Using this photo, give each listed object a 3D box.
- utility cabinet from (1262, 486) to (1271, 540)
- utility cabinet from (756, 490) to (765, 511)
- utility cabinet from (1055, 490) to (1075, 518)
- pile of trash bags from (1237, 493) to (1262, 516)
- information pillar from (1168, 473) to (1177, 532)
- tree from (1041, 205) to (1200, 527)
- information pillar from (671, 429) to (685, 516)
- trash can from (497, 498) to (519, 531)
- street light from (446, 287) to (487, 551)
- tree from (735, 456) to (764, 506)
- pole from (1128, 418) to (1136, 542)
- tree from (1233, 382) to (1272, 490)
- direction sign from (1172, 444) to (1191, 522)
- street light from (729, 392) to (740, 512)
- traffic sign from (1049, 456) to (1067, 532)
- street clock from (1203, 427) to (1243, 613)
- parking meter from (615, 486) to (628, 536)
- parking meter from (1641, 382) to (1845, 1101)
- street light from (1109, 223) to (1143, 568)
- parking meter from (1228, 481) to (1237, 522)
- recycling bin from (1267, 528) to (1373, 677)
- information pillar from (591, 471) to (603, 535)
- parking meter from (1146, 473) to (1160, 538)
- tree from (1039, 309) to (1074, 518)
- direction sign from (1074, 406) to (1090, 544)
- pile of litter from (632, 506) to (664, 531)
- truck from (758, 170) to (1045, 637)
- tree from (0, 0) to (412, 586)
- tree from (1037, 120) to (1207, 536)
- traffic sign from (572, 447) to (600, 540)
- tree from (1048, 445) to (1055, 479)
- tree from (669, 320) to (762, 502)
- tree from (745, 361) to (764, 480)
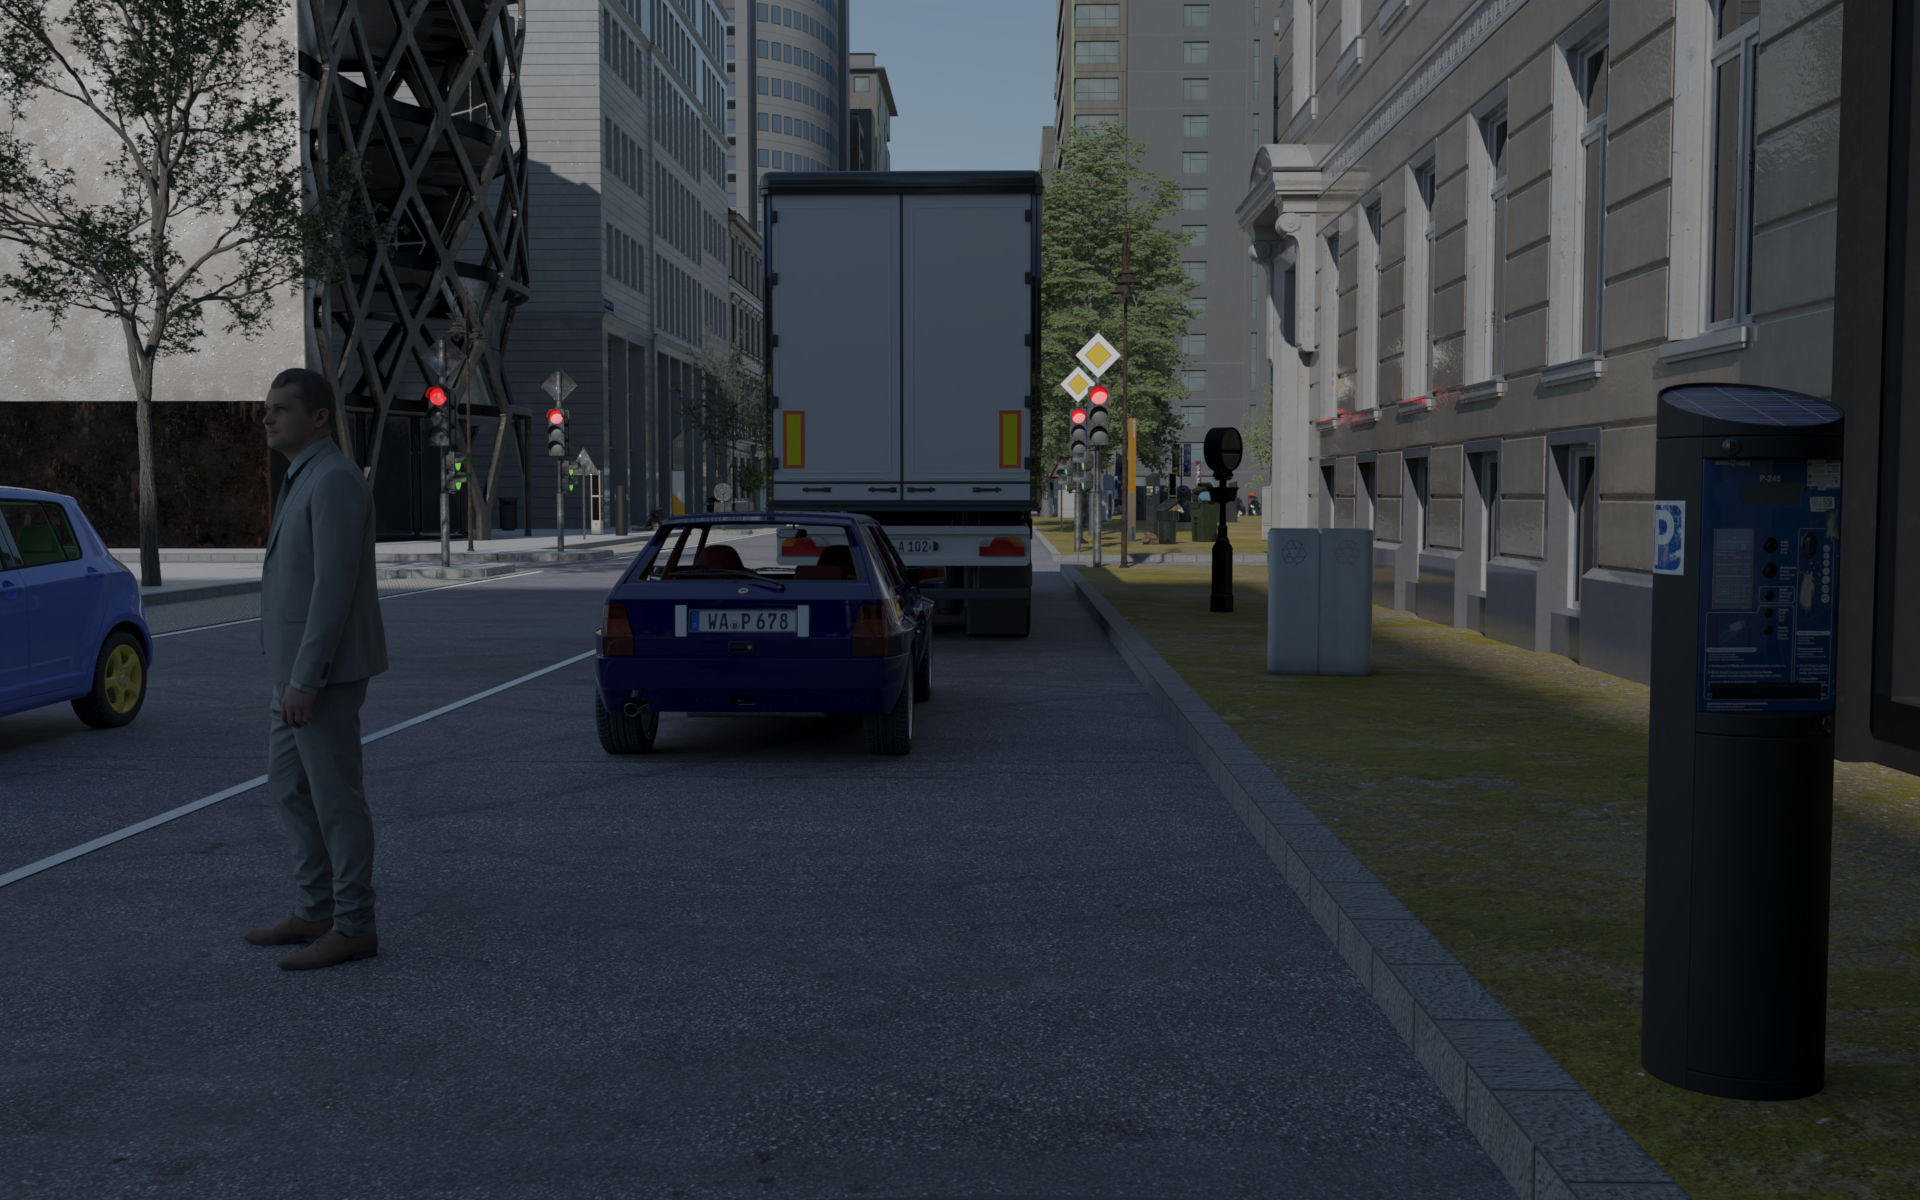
[{"bbox_3d":[8.641,-2.333,46.829,0.318,1.500,1.173,-2,4,-29],"label":"utility cabinet"},{"bbox_3d":[-10.591,-5.230,94.185,0.318,1.500,1.173,2,4,34],"label":"utility cabinet"},{"bbox_3d":[5.798,-5.115,92.312,1.173,1.500,0.318,-2,4,-27],"label":"utility cabinet"},{"bbox_3d":[17.169,-5.710,103.118,1.912,1.369,3.447,1,4,19],"label":"pile of trash bags"},{"bbox_3d":[7.282,-3.356,59.355,0.304,2.012,0.304,0,4,6],"label":"information pillar"},{"bbox_3d":[4.769,-9.166,66.873,9.611,12.733,9.660,0,3,0],"label":"tree"},{"bbox_3d":[-10.191,-4.362,62.670,0.504,3.616,0.183,-3,5,-40],"label":"information pillar"},{"bbox_3d":[-15.830,-2.999,60.693,0.748,1.137,0.748,0,3,0],"label":"trash can"},{"bbox_3d":[-11.003,-4.036,38.781,0.468,5.910,1.993,0,4,1],"label":"street light"},{"bbox_3d":[-10.457,-5.643,86.858,1.663,3.219,1.824,0,3,0],"label":"tree"},{"bbox_3d":[4.632,-3.230,46.654,0.158,3.312,0.155,0,3,0],"label":"pole"},{"bbox_3d":[19.697,-9.773,110.154,4.737,8.622,4.395,0,3,0],"label":"tree"},{"bbox_3d":[10.003,-5.276,78.253,0.876,3.537,0.379,1,4,23],"label":"direction sign"},{"bbox_3d":[-9.997,-6.339,76.435,0.468,5.910,1.993,0,4,1],"label":"street light"},{"bbox_3d":[3.461,-3.606,58.955,0.884,2.594,0.081,1,4,9],"label":"traffic sign"},{"bbox_3d":[2.853,-0.871,18.810,0.358,2.002,0.471,3,4,39],"label":"street clock"},{"bbox_3d":[-10.387,-2.735,53.129,0.372,1.533,0.369,0,3,0],"label":"parking meter"},{"bbox_3d":[1.709,0.282,3.793,0.372,1.533,0.369,0,3,0],"label":"parking meter"},{"bbox_3d":[2.845,-3.491,29.860,0.468,5.910,1.993,0,4,1],"label":"street light"},{"bbox_3d":[12.322,-4.442,78.341,0.399,1.863,0.255,2,4,27],"label":"parking meter"},{"bbox_3d":[2.603,0.001,12.542,0.722,1.027,0.722,1,4,11],"label":"recycling bin"},{"bbox_3d":[-11.360,-3.041,54.210,0.304,2.012,0.304,0,4,6],"label":"information pillar"},{"bbox_3d":[5.304,-2.565,47.651,0.255,1.863,0.399,3,4,37],"label":"parking meter"},{"bbox_3d":[4.669,-11.458,93.990,9.857,13.997,8.962,0,3,0],"label":"tree"},{"bbox_3d":[3.153,-3.231,44.830,0.379,3.537,0.876,-1,4,-23],"label":"direction sign"},{"bbox_3d":[-10.813,-2.858,60.689,1.176,0.858,1.719,-2,4,-33],"label":"pile of litter"},{"bbox_3d":[-0.345,-1.941,20.654,2.839,4.237,11.283,0,4,2],"label":"truck"},{"bbox_3d":[-11.428,-5.451,23.542,8.767,10.594,7.601,1,4,20],"label":"tree"},{"bbox_3d":[3.922,-8.256,53.112,7.486,12.596,7.792,0,3,0],"label":"tree"},{"bbox_3d":[-10.497,-2.956,48.331,0.884,2.594,0.081,0,4,2],"label":"traffic sign"},{"bbox_3d":[5.677,-11.820,143.617,4.737,8.622,4.395,0,3,0],"label":"tree"},{"bbox_3d":[-10.074,-7.482,72.695,4.360,8.622,3.978,0,3,0],"label":"tree"},{"bbox_3d":[-9.687,-8.647,91.743,4.737,8.622,4.395,0,3,0],"label":"tree"}]
